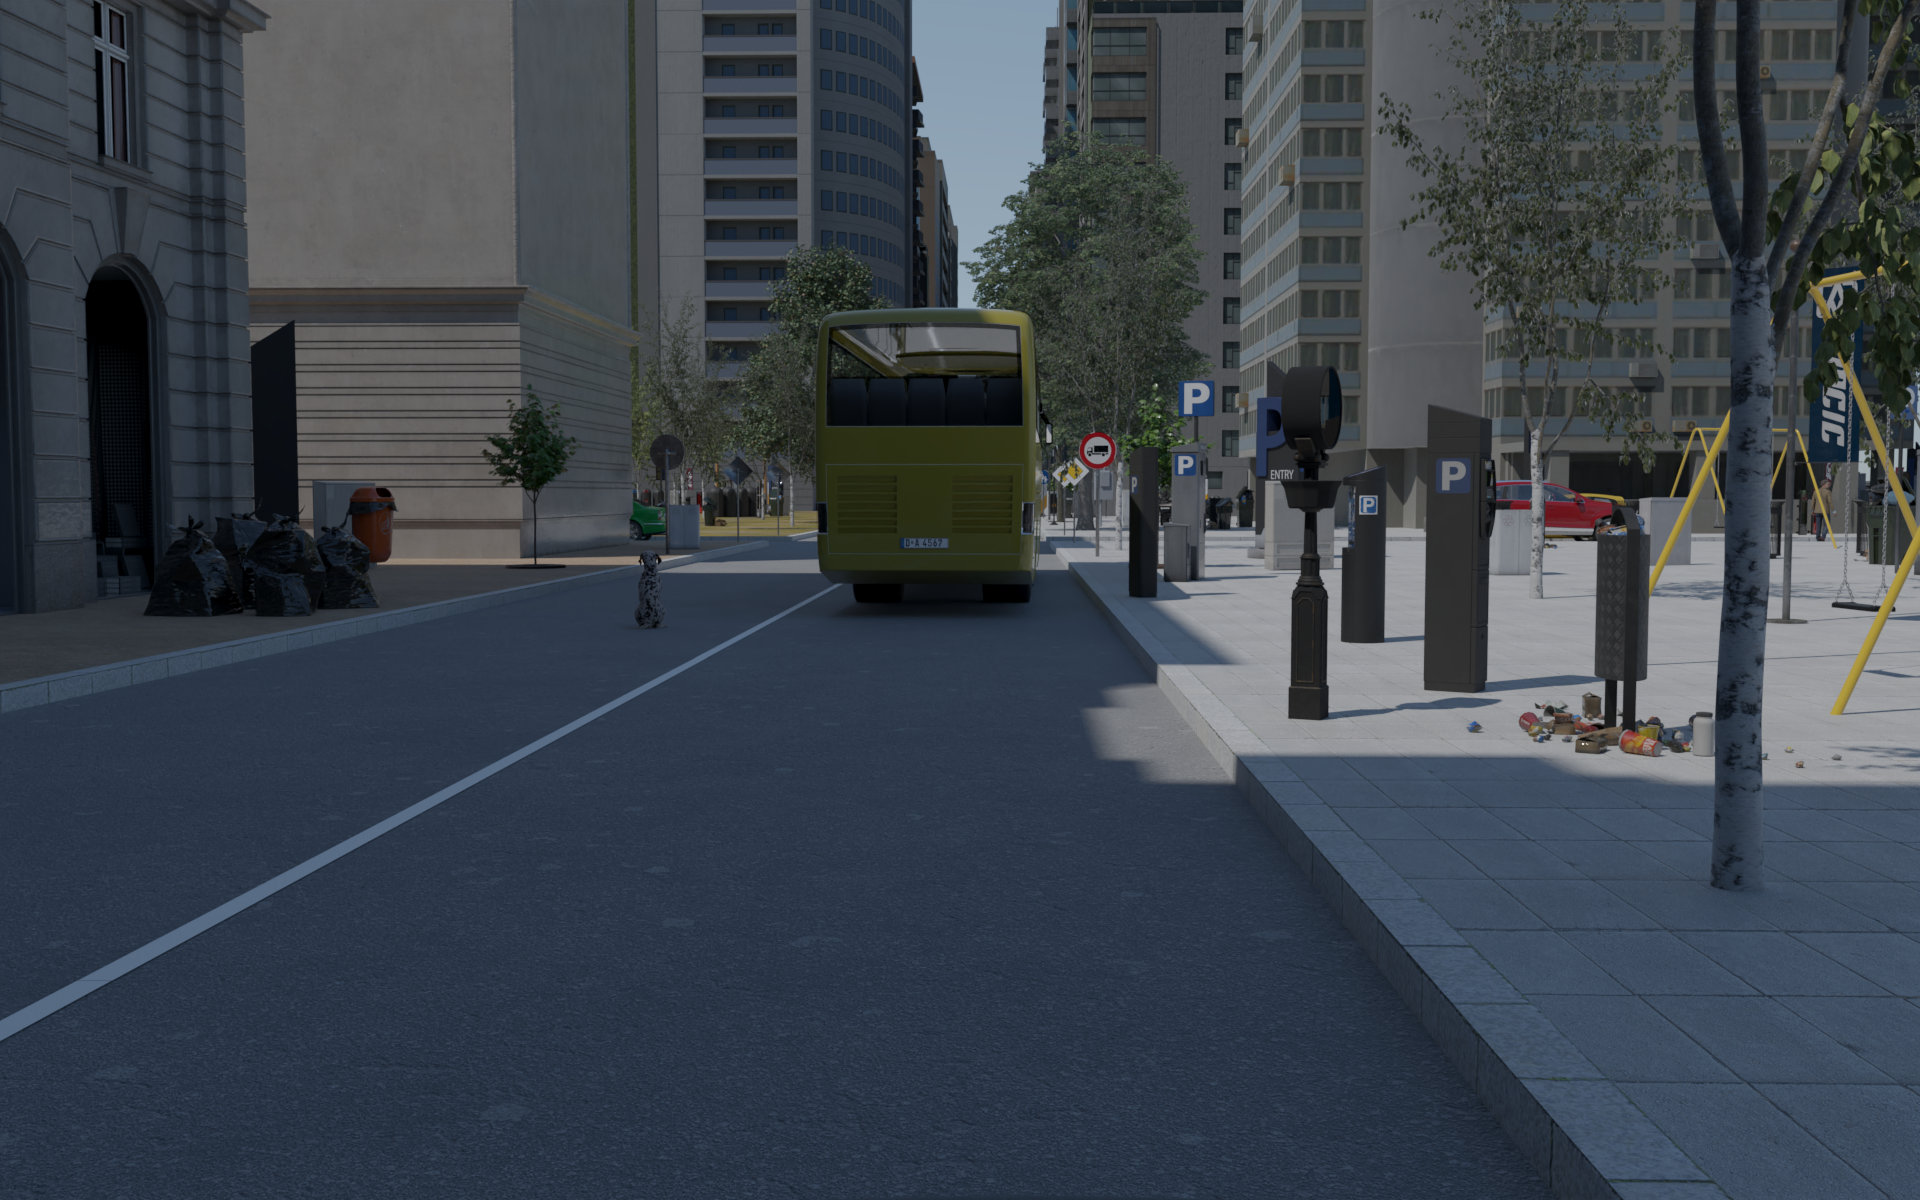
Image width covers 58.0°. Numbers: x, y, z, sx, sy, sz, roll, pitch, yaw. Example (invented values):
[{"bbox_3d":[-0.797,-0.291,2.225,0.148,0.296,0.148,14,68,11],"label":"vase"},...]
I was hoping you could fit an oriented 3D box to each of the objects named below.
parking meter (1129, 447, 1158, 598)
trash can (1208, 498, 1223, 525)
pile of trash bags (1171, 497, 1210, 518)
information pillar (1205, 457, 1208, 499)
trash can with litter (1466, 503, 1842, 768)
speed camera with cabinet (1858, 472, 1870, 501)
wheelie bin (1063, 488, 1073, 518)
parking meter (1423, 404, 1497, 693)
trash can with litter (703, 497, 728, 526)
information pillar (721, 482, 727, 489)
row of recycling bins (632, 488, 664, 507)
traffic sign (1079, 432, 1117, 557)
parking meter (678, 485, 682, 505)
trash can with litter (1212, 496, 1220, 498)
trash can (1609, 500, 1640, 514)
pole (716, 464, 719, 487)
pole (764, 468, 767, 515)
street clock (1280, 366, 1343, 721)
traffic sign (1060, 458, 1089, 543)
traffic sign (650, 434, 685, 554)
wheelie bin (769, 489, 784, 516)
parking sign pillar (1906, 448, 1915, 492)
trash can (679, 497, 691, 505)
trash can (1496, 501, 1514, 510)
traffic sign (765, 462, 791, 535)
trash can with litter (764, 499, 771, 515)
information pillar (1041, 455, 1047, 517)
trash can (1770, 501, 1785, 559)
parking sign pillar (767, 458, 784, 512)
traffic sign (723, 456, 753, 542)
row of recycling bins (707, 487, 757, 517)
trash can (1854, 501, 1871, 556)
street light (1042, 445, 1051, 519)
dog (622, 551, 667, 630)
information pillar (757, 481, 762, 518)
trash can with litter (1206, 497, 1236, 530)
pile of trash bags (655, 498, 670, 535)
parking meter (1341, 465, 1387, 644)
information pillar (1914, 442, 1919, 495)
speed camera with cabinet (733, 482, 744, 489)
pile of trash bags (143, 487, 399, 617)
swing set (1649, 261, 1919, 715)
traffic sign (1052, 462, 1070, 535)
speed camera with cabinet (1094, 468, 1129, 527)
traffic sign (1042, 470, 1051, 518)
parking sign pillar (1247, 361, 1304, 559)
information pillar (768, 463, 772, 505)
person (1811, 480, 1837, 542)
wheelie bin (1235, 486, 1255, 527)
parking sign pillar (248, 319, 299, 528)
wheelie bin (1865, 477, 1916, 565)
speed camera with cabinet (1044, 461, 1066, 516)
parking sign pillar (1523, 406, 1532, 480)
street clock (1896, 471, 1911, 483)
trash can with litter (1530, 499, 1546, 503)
[{"bbox_3d":[2.280,-0.970,21.564,0.255,1.863,0.399,-1,4,-16],"label":"parking meter"},{"bbox_3d":[9.643,-3.248,64.754,0.748,1.137,0.748,0,3,0],"label":"trash can"},{"bbox_3d":[12.669,-5.089,92.960,3.447,1.369,1.912,0,4,-7],"label":"pile of trash bags"},{"bbox_3d":[13.455,-6.377,95.612,0.504,3.616,0.183,3,4,36],"label":"information pillar"},{"bbox_3d":[3.574,0.110,9.256,1.678,1.210,2.233,1,4,11],"label":"trash can with litter"},{"bbox_3d":[37.177,-4.696,71.111,0.660,3.252,2.038,0,4,-7],"label":"speed camera with cabinet"},{"bbox_3d":[5.501,-5.103,91.344,0.693,1.594,0.980,3,5,44],"label":"wheelie bin"},{"bbox_3d":[3.251,-0.340,11.262,0.399,1.863,0.255,2,4,33],"label":"parking meter"},{"bbox_3d":[-9.724,-3.521,68.962,1.055,1.170,0.624,2,4,29],"label":"trash can with litter"},{"bbox_3d":[-14.245,-6.122,104.580,0.304,2.012,0.304,-1,4,-22],"label":"information pillar"},{"bbox_3d":[-23.151,-7.214,125.062,3.534,1.692,1.069,-1,4,-21],"label":"row of recycling bins"},{"bbox_3d":[2.817,-2.160,35.416,0.768,2.556,0.104,1,4,10],"label":"traffic sign"},{"bbox_3d":[-18.194,-6.562,113.007,0.255,1.863,0.399,-2,4,-34],"label":"parking meter"},{"bbox_3d":[10.897,-3.967,75.919,2.233,1.210,1.678,-3,5,-45],"label":"trash can with litter"},{"bbox_3d":[15.314,-1.725,39.852,0.748,1.137,0.748,0,3,0],"label":"trash can"},{"bbox_3d":[-16.297,-7.491,116.313,0.158,3.312,0.155,0,3,0],"label":"pole"},{"bbox_3d":[-12.211,-7.009,108.442,0.158,3.312,0.155,0,3,0],"label":"pole"},{"bbox_3d":[1.996,-0.324,9.863,0.358,2.002,0.471,2,4,27],"label":"street clock"},{"bbox_3d":[3.010,-2.568,45.621,0.795,2.450,0.064,0,4,2],"label":"traffic sign"},{"bbox_3d":[-6.249,-2.253,36.940,0.768,2.556,0.104,0,4,8],"label":"traffic sign"},{"bbox_3d":[-10.522,-5.595,99.383,0.980,1.594,0.693,2,4,35],"label":"wheelie bin"},{"bbox_3d":[51.702,-6.413,93.322,1.447,3.967,1.447,2,4,31],"label":"parking sign pillar"},{"bbox_3d":[-15.500,-5.260,97.658,0.748,1.137,0.748,0,3,0],"label":"trash can"},{"bbox_3d":[11.345,-1.534,36.733,0.748,1.137,0.748,0,3,0],"label":"trash can"},{"bbox_3d":[-5.653,-3.072,53.875,0.795,2.450,0.064,0,4,2],"label":"traffic sign"},{"bbox_3d":[-12.035,-5.844,106.934,1.055,1.170,0.624,-2,4,-25],"label":"trash can with litter"},{"bbox_3d":[4.687,-6.480,97.295,0.504,3.616,0.183,-3,5,-41],"label":"information pillar"},{"bbox_3d":[15.972,-1.390,34.377,0.748,1.137,0.748,0,3,0],"label":"trash can"},{"bbox_3d":[-12.751,-8.046,120.022,1.447,3.967,1.447,-3,4,-38],"label":"parking sign pillar"},{"bbox_3d":[-5.880,-2.584,45.893,0.795,2.450,0.064,0,4,2],"label":"traffic sign"},{"bbox_3d":[-12.574,-5.458,96.356,1.069,1.692,3.534,3,4,39],"label":"row of recycling bins"},{"bbox_3d":[18.865,-1.476,35.782,0.748,1.137,0.748,0,3,0],"label":"trash can"},{"bbox_3d":[4.620,-7.129,89.342,0.468,5.910,1.993,0,4,2],"label":"street light"},{"bbox_3d":[-3.417,-0.104,18.544,0.513,0.831,0.800,2,4,31],"label":"dog"},{"bbox_3d":[-10.817,-5.469,93.908,0.304,2.012,0.304,-3,4,-38],"label":"information pillar"},{"bbox_3d":[9.360,-3.118,62.363,1.055,1.170,0.624,-2,4,-30],"label":"trash can with litter"},{"bbox_3d":[-10.567,-2.753,54.772,3.447,1.369,1.912,1,4,17],"label":"pile of trash bags"},{"bbox_3d":[3.495,-0.402,14.990,0.372,1.533,0.369,0,3,0],"label":"parking meter"},{"bbox_3d":[42.744,-5.255,77.274,0.183,3.616,0.504,0,4,-4],"label":"information pillar"},{"bbox_3d":[-13.110,-6.608,102.375,0.660,3.252,2.038,0,4,-8],"label":"speed camera with cabinet"},{"bbox_3d":[-7.458,-0.605,19.642,1.912,1.369,3.447,1,4,13],"label":"pile of trash bags"},{"bbox_3d":[6.375,-0.842,11.384,2.862,2.851,3.119,0,4,-5],"label":"swing set"},{"bbox_3d":[3.237,-3.056,53.603,0.795,2.450,0.064,0,4,2],"label":"traffic sign"},{"bbox_3d":[6.343,-4.524,68.305,2.038,3.252,0.660,0,4,-6],"label":"speed camera with cabinet"},{"bbox_3d":[4.419,-5.598,91.635,0.768,2.556,0.104,1,4,10],"label":"traffic sign"},{"bbox_3d":[6.483,-2.821,34.595,1.447,3.967,1.447,-2,4,-30],"label":"parking sign pillar"},{"bbox_3d":[-13.457,-8.073,123.344,0.504,3.616,0.183,2,4,24],"label":"information pillar"},{"bbox_3d":[24.350,-2.472,48.827,0.656,1.842,0.836,2,4,26],"label":"person"},{"bbox_3d":[11.060,-3.623,67.152,0.693,1.594,0.980,0,4,-2],"label":"wheelie bin"},{"bbox_3d":[-10.927,-2.341,26.743,1.447,3.967,1.447,-1,4,-23],"label":"parking sign pillar"},{"bbox_3d":[16.872,-1.435,31.366,0.693,1.594,0.980,-1,4,-15],"label":"wheelie bin"},{"bbox_3d":[5.801,-6.593,102.124,2.038,3.252,0.660,-3,4,-38],"label":"speed camera with cabinet"},{"bbox_3d":[17.696,-3.988,53.679,1.447,3.967,1.447,1,4,20],"label":"parking sign pillar"},{"bbox_3d":[29.890,-3.081,54.937,0.471,2.002,0.358,-2,4,-33],"label":"street clock"},{"bbox_3d":[13.366,-1.836,41.075,2.233,1.210,1.678,-3,4,-36],"label":"trash can with litter"}]
